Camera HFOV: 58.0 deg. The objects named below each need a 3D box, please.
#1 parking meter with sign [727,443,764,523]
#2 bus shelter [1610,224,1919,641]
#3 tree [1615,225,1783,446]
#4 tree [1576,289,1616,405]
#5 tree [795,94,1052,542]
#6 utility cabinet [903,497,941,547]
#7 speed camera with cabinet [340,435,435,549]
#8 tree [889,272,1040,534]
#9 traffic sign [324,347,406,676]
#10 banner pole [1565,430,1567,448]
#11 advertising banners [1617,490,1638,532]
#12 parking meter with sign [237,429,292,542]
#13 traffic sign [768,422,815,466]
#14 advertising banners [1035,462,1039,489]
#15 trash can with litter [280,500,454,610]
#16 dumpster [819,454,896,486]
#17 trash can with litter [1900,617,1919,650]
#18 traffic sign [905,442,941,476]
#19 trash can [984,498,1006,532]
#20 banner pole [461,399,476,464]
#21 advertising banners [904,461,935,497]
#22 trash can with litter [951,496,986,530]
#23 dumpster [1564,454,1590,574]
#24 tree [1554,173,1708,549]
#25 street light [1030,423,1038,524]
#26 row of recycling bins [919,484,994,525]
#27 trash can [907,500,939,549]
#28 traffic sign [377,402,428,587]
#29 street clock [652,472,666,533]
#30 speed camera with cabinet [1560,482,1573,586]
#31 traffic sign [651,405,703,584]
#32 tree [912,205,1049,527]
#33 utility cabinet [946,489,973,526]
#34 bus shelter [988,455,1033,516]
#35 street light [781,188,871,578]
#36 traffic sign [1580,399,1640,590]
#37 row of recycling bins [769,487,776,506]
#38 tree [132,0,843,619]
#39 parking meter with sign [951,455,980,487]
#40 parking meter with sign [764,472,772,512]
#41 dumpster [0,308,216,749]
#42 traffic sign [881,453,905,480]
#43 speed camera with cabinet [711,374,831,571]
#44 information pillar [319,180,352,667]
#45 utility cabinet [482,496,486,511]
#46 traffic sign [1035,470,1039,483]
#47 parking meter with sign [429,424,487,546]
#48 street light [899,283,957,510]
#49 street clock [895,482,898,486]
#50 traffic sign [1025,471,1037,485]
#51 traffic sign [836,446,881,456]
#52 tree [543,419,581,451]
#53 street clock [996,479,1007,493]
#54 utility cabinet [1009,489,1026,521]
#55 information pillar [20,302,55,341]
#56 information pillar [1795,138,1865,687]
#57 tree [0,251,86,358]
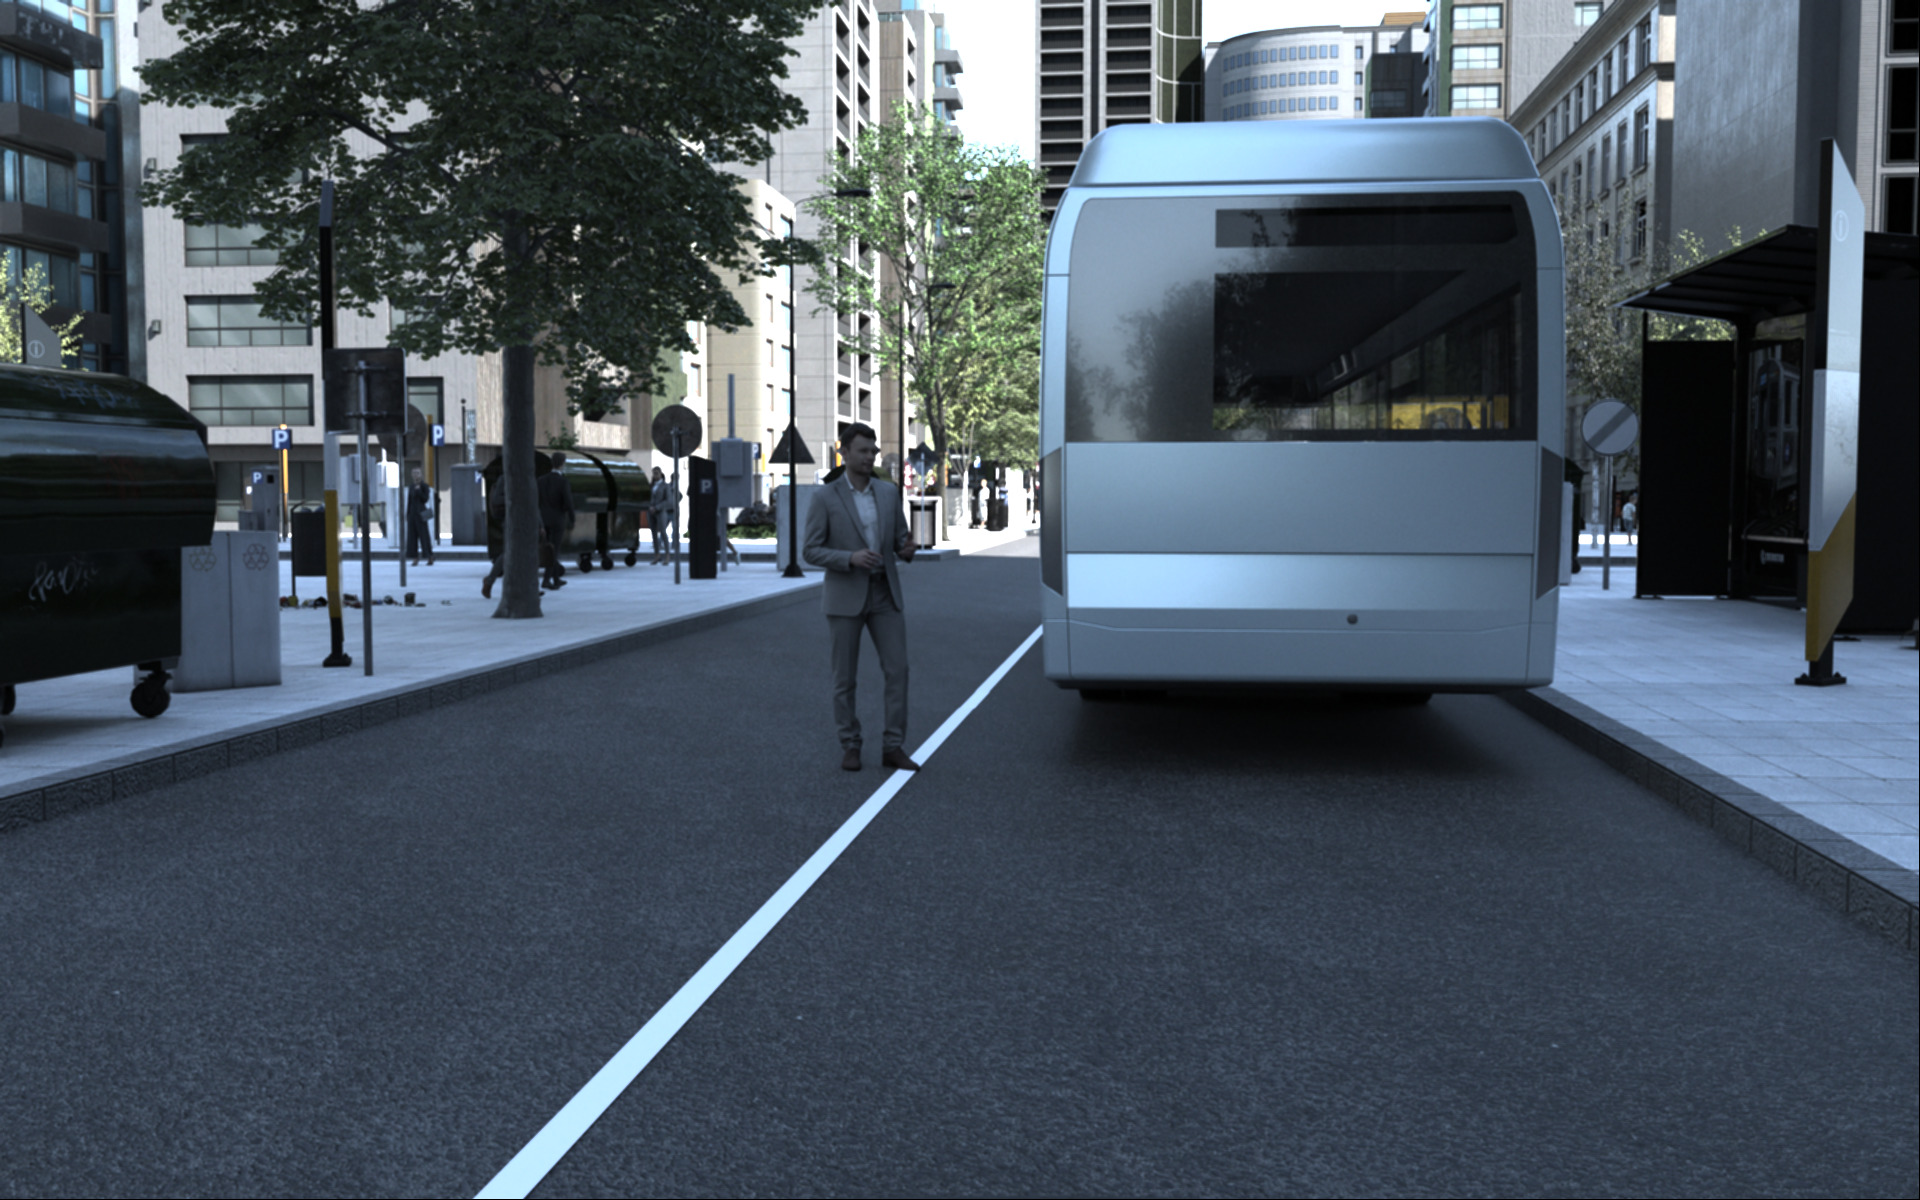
[{"bbox_3d":[-7.613,-3.807,58.503,1.738,3.016,0.543,-2,4,-32],"label":"parking meter with sign"},{"bbox_3d":[8.420,-1.640,18.097,1.731,3.624,6.357,0,4,7],"label":"bus shelter"},{"bbox_3d":[20.491,-5.904,46.892,4.737,8.622,4.395,0,3,0],"label":"tree"},{"bbox_3d":[21.930,-6.413,55.218,4.737,8.622,4.395,0,3,0],"label":"tree"},{"bbox_3d":[-0.656,-7.380,46.413,9.928,11.665,9.643,0,3,0],"label":"tree"},{"bbox_3d":[-0.982,-1.919,42.533,1.020,1.237,0.306,1,4,10],"label":"utility cabinet"},{"bbox_3d":[-13.484,-2.841,40.786,2.038,3.252,0.660,-3,4,-37],"label":"speed camera with cabinet"},{"bbox_3d":[-0.003,-6.554,57.514,4.737,8.622,4.395,0,3,0],"label":"tree"},{"bbox_3d":[-4.176,-0.614,12.170,0.606,2.300,0.079,1,4,10],"label":"traffic sign"},{"bbox_3d":[23.370,-4.753,67.724,0.863,3.779,0.401,2,4,24],"label":"banner pole"},{"bbox_3d":[23.307,-3.827,58.763,2.074,3.025,0.090,-1,4,-10],"label":"advertising banners"},{"bbox_3d":[-18.319,-3.018,45.602,0.543,3.016,1.738,1,4,13],"label":"parking meter with sign"},{"bbox_3d":[-2.974,-1.865,30.497,0.884,2.594,0.081,1,4,15],"label":"traffic sign"},{"bbox_3d":[4.590,-6.058,95.239,0.090,3.025,2.074,2,4,28],"label":"advertising banners"},{"bbox_3d":[-6.975,-0.533,19.766,2.233,1.210,1.678,0,4,-7],"label":"trash can with litter"},{"bbox_3d":[-2.308,-2.250,39.280,1.502,2.255,1.985,0,4,7],"label":"dumpster"},{"bbox_3d":[8.258,-0.164,14.077,1.055,1.170,0.624,2,4,29],"label":"trash can with litter"},{"bbox_3d":[-0.844,-2.222,38.513,0.795,2.593,0.064,0,4,7],"label":"traffic sign"},{"bbox_3d":[1.191,-2.867,58.529,0.748,1.137,0.748,0,3,0],"label":"trash can"},{"bbox_3d":[-12.875,-3.388,45.406,0.401,3.779,0.863,-3,5,-44],"label":"banner pole"},{"bbox_3d":[-2.011,-5.851,91.843,2.074,3.025,0.090,0,4,5],"label":"advertising banners"},{"bbox_3d":[0.530,-3.182,63.078,1.678,1.210,2.233,-1,4,-15],"label":"trash can with litter"},{"bbox_3d":[9.464,-1.601,28.677,1.502,2.255,1.985,0,4,7],"label":"dumpster"},{"bbox_3d":[15.008,-5.486,40.052,4.360,8.622,3.978,0,3,0],"label":"tree"},{"bbox_3d":[3.693,-6.175,73.500,1.470,5.913,1.316,0,4,7],"label":"street light"},{"bbox_3d":[-0.045,-3.977,72.131,3.534,1.692,1.069,3,5,39],"label":"row of recycling bins"},{"bbox_3d":[-0.861,-1.752,40.293,0.748,1.137,0.748,0,3,0],"label":"trash can"},{"bbox_3d":[-7.720,-1.458,23.940,0.768,2.556,0.104,1,4,11],"label":"traffic sign"},{"bbox_3d":[-9.940,-3.219,57.199,0.358,2.002,0.471,2,4,25],"label":"street clock"},{"bbox_3d":[8.331,-1.885,25.160,0.660,3.252,2.038,0,4,3],"label":"speed camera with cabinet"},{"bbox_3d":[-4.039,-1.503,24.682,0.768,2.556,0.104,1,4,11],"label":"traffic sign"},{"bbox_3d":[1.705,-9.178,68.195,7.486,12.596,7.792,0,3,0],"label":"tree"},{"bbox_3d":[-0.086,-3.679,68.829,1.173,1.500,0.318,0,4,-5],"label":"utility cabinet"},{"bbox_3d":[2.793,-5.952,91.233,2.014,3.302,5.546,0,4,7],"label":"bus shelter"},{"bbox_3d":[-2.044,-3.303,26.538,1.470,5.913,1.316,0,4,7],"label":"street light"},{"bbox_3d":[8.692,-1.414,23.230,0.768,2.556,0.104,1,4,12],"label":"traffic sign"},{"bbox_3d":[-9.110,-5.097,90.447,3.534,1.692,1.069,3,4,38],"label":"row of recycling bins"},{"bbox_3d":[-4.697,-6.113,18.067,7.486,12.596,7.792,0,3,0],"label":"tree"},{"bbox_3d":[0.007,-4.999,77.990,1.738,3.016,0.543,2,4,29],"label":"parking meter with sign"},{"bbox_3d":[-6.993,-3.897,59.976,1.738,3.016,0.543,2,4,32],"label":"parking meter with sign"},{"bbox_3d":[-5.145,-0.407,9.146,1.502,2.255,1.985,0,4,7],"label":"dumpster"},{"bbox_3d":[-2.094,-3.286,53.839,0.768,2.556,0.104,0,4,8],"label":"traffic sign"},{"bbox_3d":[-3.103,-2.114,28.892,2.038,3.252,0.660,0,4,-5],"label":"speed camera with cabinet"},{"bbox_3d":[-4.649,-1.312,12.811,0.183,3.616,0.504,-1,4,-16],"label":"information pillar"},{"bbox_3d":[-13.998,-2.364,49.820,0.306,1.237,1.020,3,5,42],"label":"utility cabinet"},{"bbox_3d":[4.163,-5.342,87.443,0.768,2.556,0.104,0,4,8],"label":"traffic sign"},{"bbox_3d":[-12.282,-2.864,43.093,1.738,3.016,0.543,1,4,17],"label":"parking meter with sign"},{"bbox_3d":[-0.773,-4.024,38.327,1.470,5.913,1.316,0,4,7],"label":"street light"},{"bbox_3d":[-3.867,-5.912,101.225,0.471,2.002,0.358,1,4,8],"label":"street clock"},{"bbox_3d":[4.028,-5.954,97.449,0.768,2.556,0.104,1,4,14],"label":"traffic sign"},{"bbox_3d":[-1.807,-1.737,30.586,0.795,2.593,0.064,0,4,7],"label":"traffic sign"},{"bbox_3d":[-10.425,-3.090,45.125,1.663,3.219,1.824,0,3,0],"label":"tree"},{"bbox_3d":[1.801,-4.348,75.659,0.471,2.002,0.358,1,4,9],"label":"street clock"},{"bbox_3d":[2.462,-4.393,80.509,1.173,1.500,0.318,-1,4,-15],"label":"utility cabinet"},{"bbox_3d":[-11.328,-1.838,21.412,0.183,3.616,0.504,2,4,28],"label":"information pillar"},{"bbox_3d":[5.879,-1.241,11.640,0.504,3.616,0.183,-3,4,-38],"label":"information pillar"},{"bbox_3d":[-29.272,-6.305,53.456,4.737,8.622,4.395,0,3,0],"label":"tree"}]
